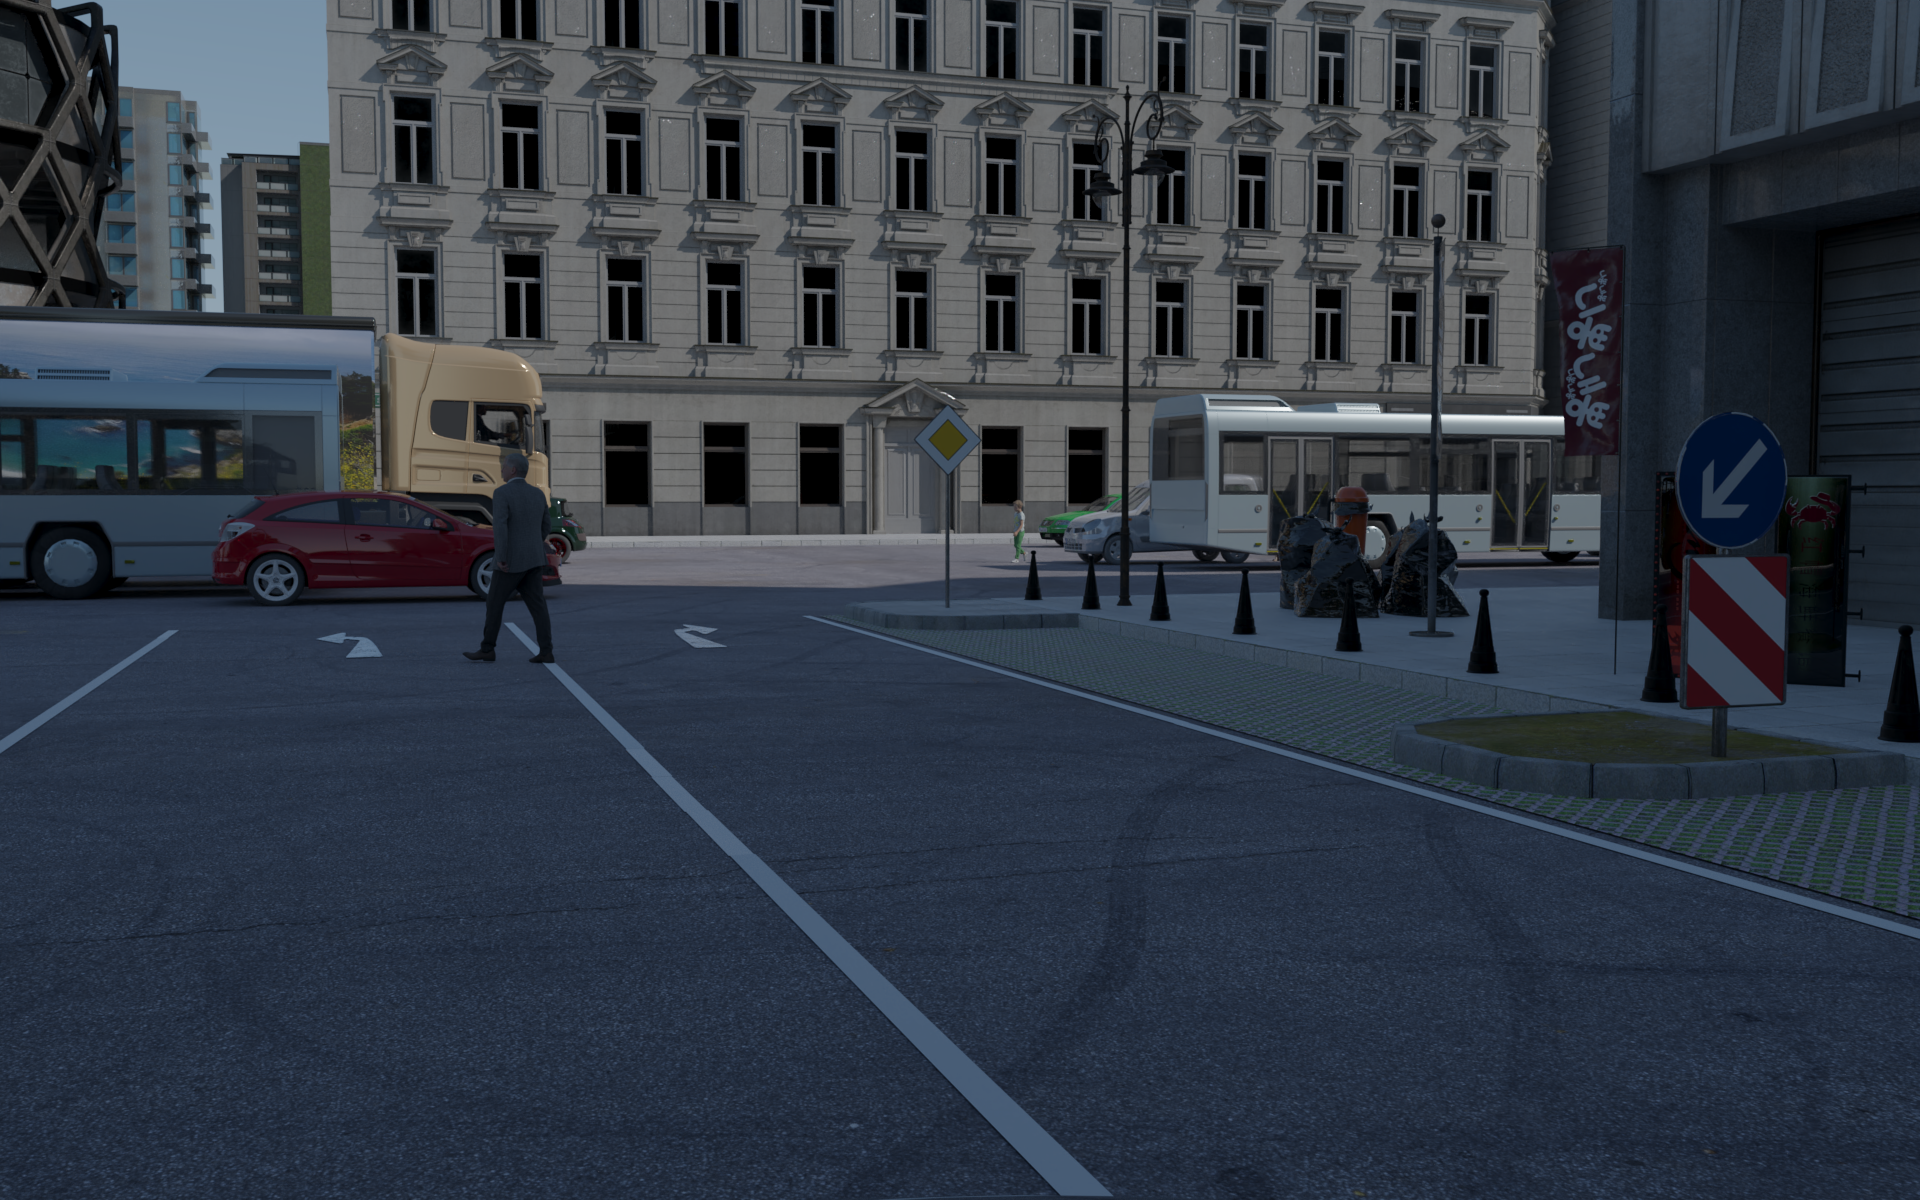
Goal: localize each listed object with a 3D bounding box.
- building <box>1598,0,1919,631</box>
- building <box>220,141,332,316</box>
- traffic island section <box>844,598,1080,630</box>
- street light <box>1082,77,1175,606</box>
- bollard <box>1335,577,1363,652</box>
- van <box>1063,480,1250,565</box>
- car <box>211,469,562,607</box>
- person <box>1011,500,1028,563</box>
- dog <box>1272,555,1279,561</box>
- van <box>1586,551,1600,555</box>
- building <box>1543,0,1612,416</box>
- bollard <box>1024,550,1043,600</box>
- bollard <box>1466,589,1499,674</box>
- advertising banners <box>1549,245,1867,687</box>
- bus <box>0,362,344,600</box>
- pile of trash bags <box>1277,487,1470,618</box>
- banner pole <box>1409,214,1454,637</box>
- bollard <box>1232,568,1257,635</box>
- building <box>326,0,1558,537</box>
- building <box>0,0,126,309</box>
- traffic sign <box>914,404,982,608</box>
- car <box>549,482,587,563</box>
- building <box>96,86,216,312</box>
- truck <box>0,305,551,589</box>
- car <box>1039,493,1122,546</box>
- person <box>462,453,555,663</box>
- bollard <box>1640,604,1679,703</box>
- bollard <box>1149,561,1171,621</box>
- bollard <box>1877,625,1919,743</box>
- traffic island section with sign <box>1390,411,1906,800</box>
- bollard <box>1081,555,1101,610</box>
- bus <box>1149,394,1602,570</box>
[{"bbox_3d":[15.441,-11.719,9.627,12.078,24.808,19.932,-1,4,-19],"label":"building"},{"bbox_3d":[-78.452,-31.766,202.970,14.086,41.232,14.154,-1,4,-19],"label":"building"},{"bbox_3d":[-0.124,0.166,19.562,2.009,0.180,2.903,-1,4,-19],"label":"traffic island section"},{"bbox_3d":[1.893,-2.872,19.743,0.468,5.910,1.993,-1,4,-19],"label":"street light"},{"bbox_3d":[3.184,0.115,14.159,0.229,0.601,0.229,0,3,0],"label":"bollard"},{"bbox_3d":[4.193,-1.772,35.991,4.112,2.044,2.013,-1,4,-17],"label":"van"},{"bbox_3d":[-7.654,-0.874,23.327,4.494,1.783,2.155,-1,4,-20],"label":"car"},{"bbox_3d":[1.257,-1.443,36.335,0.306,1.304,0.590,3,4,39],"label":"person"},{"bbox_3d":[6.967,-1.236,37.046,0.800,0.831,0.513,-2,4,-29],"label":"dog"},{"bbox_3d":[16.370,-2.038,40.340,4.112,2.044,2.013,-1,4,-20],"label":"van"},{"bbox_3d":[35.935,-18.056,72.714,29.804,29.767,11.434,-1,4,-19],"label":"building"},{"bbox_3d":[0.890,-0.303,20.992,0.229,0.601,0.229,0,3,0],"label":"bollard"},{"bbox_3d":[3.760,0.220,12.441,0.229,0.601,0.229,0,3,0],"label":"bollard"},{"bbox_3d":[5.087,-0.963,11.936,2.074,3.025,0.090,2,4,34],"label":"advertising banners"},{"bbox_3d":[-15.362,-1.745,23.398,13.247,3.499,2.948,-1,4,-18],"label":"bus"},{"bbox_3d":[4.526,-0.595,19.485,1.912,1.369,3.447,0,4,6],"label":"pile of trash bags"},{"bbox_3d":[4.231,-1.549,15.346,0.401,3.779,0.863,1,4,10],"label":"banner pole"},{"bbox_3d":[2.610,0.011,15.866,0.229,0.601,0.229,0,3,0],"label":"bollard"},{"bbox_3d":[-0.136,-17.544,63.261,44.131,29.872,17.030,-1,4,-19],"label":"building"},{"bbox_3d":[-34.314,-11.294,52.108,16.811,18.784,16.820,-1,4,-19],"label":"building"},{"bbox_3d":[-0.144,-0.969,19.478,0.795,2.450,0.064,-1,4,-19],"label":"traffic sign"},{"bbox_3d":[-9.763,-1.561,35.308,4.222,1.686,2.009,-1,4,-20],"label":"car"},{"bbox_3d":[-102.667,-35.529,200.501,30.456,49.044,23.786,-1,4,-19],"label":"building"},{"bbox_3d":[-11.760,-2.383,27.881,11.283,4.237,2.839,-1,4,-19],"label":"truck"},{"bbox_3d":[4.448,-2.360,47.389,4.718,1.807,1.959,-1,4,-19],"label":"car"},{"bbox_3d":[-3.816,-0.355,14.708,0.834,1.777,0.661,1,4,23],"label":"person"},{"bbox_3d":[4.338,0.325,10.721,0.229,0.601,0.229,0,3,0],"label":"bollard"},{"bbox_3d":[2.034,-0.094,17.579,0.229,0.601,0.229,0,3,0],"label":"bollard"},{"bbox_3d":[4.913,0.430,9.013,0.229,0.601,0.229,0,3,0],"label":"bollard"},{"bbox_3d":[3.385,-0.027,9.063,1.989,1.847,2.006,-1,4,-19],"label":"traffic island section with sign"},{"bbox_3d":[1.462,-0.198,19.284,0.229,0.601,0.229,0,3,0],"label":"bollard"},{"bbox_3d":[10.387,-2.440,34.762,13.247,3.499,2.948,-1,4,-18],"label":"bus"}]
